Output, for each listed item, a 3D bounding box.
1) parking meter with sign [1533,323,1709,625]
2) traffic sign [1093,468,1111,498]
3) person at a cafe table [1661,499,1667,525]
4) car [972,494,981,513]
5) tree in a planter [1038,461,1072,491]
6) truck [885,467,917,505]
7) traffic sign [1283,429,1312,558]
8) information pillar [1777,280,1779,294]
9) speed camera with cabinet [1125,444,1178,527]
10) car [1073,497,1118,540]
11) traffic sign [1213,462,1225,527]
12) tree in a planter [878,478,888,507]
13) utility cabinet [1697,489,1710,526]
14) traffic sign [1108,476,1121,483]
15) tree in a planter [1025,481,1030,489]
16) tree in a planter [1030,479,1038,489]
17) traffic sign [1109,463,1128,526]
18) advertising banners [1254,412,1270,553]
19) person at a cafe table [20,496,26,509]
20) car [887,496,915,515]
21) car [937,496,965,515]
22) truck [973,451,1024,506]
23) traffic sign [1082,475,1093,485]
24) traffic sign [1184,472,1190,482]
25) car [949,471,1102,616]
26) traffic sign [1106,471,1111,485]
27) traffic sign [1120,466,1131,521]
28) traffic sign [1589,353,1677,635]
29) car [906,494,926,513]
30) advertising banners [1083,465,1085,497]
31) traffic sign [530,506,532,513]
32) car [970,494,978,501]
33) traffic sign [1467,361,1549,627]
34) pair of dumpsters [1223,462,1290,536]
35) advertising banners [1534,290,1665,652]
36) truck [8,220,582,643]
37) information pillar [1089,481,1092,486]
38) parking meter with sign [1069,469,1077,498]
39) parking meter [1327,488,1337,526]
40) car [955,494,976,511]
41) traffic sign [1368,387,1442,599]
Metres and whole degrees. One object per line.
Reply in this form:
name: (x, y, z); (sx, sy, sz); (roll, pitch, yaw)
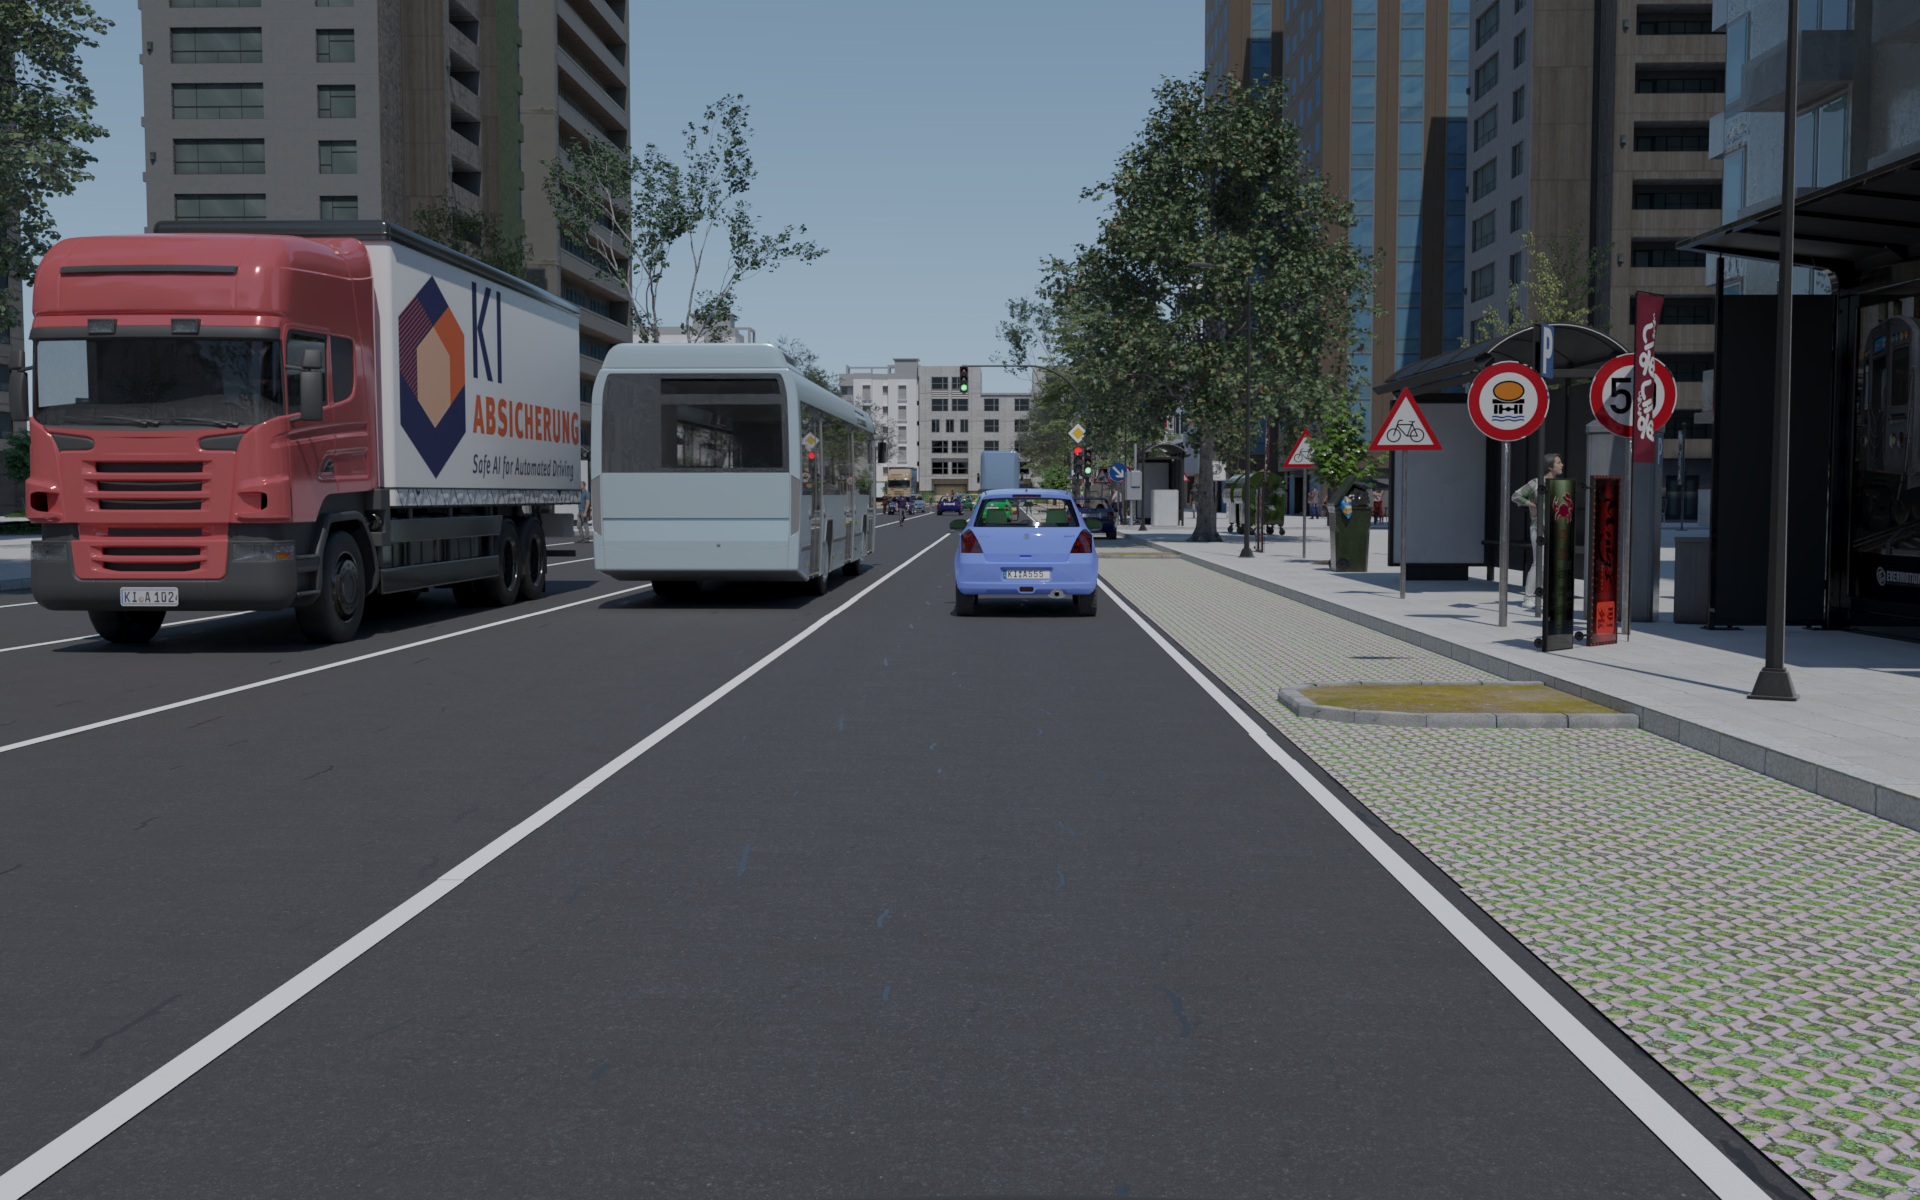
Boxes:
parking meter with sign: (6.710, -1.297, 17.471); (1.738, 3.016, 0.543); (2, 4, 31)
traffic sign: (7.084, -5.284, 86.394); (0.884, 2.594, 0.081); (1, 4, 11)
person at a cafe table: (28.322, -3.845, 71.377); (1.622, 1.524, 1.698); (-1, 4, -19)
car: (1.485, -4.249, 78.260); (1.959, 1.807, 4.718); (0, 4, 2)
tree in a planter: (5.370, -5.895, 93.607); (1.991, 3.239, 1.994); (0, 4, 2)
truck: (-6.041, -11.736, 180.795); (2.839, 4.237, 11.283); (0, 4, 2)
traffic sign: (6.863, -2.109, 34.481); (0.884, 2.594, 0.081); (0, 4, 3)
information pillar: (9.069, -1.705, 19.227); (0.183, 3.616, 0.504); (2, 4, 26)
speed camera with cabinet: (7.549, -4.521, 68.257); (2.038, 3.252, 0.660); (0, 4, -5)
car: (4.125, -2.630, 55.587); (1.945, 1.354, 3.894); (0, 4, 3)
traffic sign: (8.083, -3.215, 54.700); (0.606, 2.300, 0.079); (0, 4, 5)
tree in a planter: (-8.371, -12.313, 198.536); (1.991, 3.239, 1.994); (0, 4, 2)
utility cabinet: (29.727, -3.679, 68.830); (0.318, 1.500, 1.173); (0, 4, 1)
traffic sign: (8.056, -5.471, 89.563); (0.768, 2.556, 0.104); (0, 4, 4)
tree in a planter: (8.164, -12.289, 198.147); (1.991, 3.239, 1.994); (0, 4, 2)
tree in a planter: (6.086, -7.542, 120.541); (1.991, 3.239, 1.994); (0, 4, 2)
traffic sign: (6.427, -4.297, 70.354); (0.768, 2.556, 0.104); (1, 4, 10)
advertising banners: (6.607, -2.552, 37.919); (0.090, 3.025, 2.074); (0, 4, 3)
person at a cafe table: (-53.622, -5.629, 100.547); (1.698, 1.524, 1.622); (3, 5, 39)
car: (-4.063, -6.595, 120.406); (1.945, 1.354, 3.894); (0, 4, 2)
car: (-0.641, -6.403, 117.273); (1.945, 1.354, 3.894); (0, 4, 2)
truck: (2.238, -6.847, 101.715); (2.967, 4.110, 18.799); (0, 4, 2)
traffic sign: (8.206, -6.788, 111.083); (0.768, 2.556, 0.104); (0, 4, 3)
traffic sign: (9.495, -4.584, 74.947); (0.884, 2.594, 0.081); (0, 4, 2)
car: (0.821, -0.736, 21.618); (1.945, 1.707, 3.694); (0, 4, 2)
traffic sign: (8.277, -5.781, 94.618); (0.768, 2.556, 0.104); (0, 4, 3)
traffic sign: (7.010, -4.552, 74.536); (0.768, 2.556, 0.104); (1, 4, 10)
traffic sign: (6.079, -0.955, 15.728); (0.768, 2.556, 0.104); (0, 4, 5)
car: (-3.595, -7.515, 134.867); (2.014, 1.417, 4.499); (0, 4, 0)
advertising banners: (7.134, -6.261, 98.549); (0.090, 3.025, 2.074); (0, 4, -2)
traffic sign: (-17.091, -4.220, 68.992); (0.884, 2.594, 0.081); (0, 4, 7)
car: (1.377, -10.148, 176.136); (2.015, 1.641, 3.980); (0, 4, 2)
traffic sign: (5.248, -1.013, 16.665); (0.768, 2.556, 0.104); (0, 4, 4)
pair of dumpsters: (9.483, -3.245, 55.541); (1.574, 2.255, 4.437); (0, 4, 1)
advertising banners: (5.430, -1.126, 14.603); (2.074, 3.025, 0.090); (-3, 5, -43)
truck: (-6.967, -1.904, 20.052); (2.839, 4.237, 11.283); (0, 4, 2)
information pillar: (7.442, -5.879, 100.618); (0.304, 2.012, 0.304); (3, 5, 44)
parking meter with sign: (8.056, -7.784, 123.533); (0.543, 3.016, 1.738); (0, 4, -2)
parking meter: (14.812, -3.705, 68.983); (0.372, 1.533, 0.369); (0, 3, 0)
car: (0.261, -8.361, 148.503); (2.131, 1.459, 4.920); (0, 4, 2)
traffic sign: (5.414, -1.291, 21.116); (0.884, 2.594, 0.081); (0, 4, 5)
